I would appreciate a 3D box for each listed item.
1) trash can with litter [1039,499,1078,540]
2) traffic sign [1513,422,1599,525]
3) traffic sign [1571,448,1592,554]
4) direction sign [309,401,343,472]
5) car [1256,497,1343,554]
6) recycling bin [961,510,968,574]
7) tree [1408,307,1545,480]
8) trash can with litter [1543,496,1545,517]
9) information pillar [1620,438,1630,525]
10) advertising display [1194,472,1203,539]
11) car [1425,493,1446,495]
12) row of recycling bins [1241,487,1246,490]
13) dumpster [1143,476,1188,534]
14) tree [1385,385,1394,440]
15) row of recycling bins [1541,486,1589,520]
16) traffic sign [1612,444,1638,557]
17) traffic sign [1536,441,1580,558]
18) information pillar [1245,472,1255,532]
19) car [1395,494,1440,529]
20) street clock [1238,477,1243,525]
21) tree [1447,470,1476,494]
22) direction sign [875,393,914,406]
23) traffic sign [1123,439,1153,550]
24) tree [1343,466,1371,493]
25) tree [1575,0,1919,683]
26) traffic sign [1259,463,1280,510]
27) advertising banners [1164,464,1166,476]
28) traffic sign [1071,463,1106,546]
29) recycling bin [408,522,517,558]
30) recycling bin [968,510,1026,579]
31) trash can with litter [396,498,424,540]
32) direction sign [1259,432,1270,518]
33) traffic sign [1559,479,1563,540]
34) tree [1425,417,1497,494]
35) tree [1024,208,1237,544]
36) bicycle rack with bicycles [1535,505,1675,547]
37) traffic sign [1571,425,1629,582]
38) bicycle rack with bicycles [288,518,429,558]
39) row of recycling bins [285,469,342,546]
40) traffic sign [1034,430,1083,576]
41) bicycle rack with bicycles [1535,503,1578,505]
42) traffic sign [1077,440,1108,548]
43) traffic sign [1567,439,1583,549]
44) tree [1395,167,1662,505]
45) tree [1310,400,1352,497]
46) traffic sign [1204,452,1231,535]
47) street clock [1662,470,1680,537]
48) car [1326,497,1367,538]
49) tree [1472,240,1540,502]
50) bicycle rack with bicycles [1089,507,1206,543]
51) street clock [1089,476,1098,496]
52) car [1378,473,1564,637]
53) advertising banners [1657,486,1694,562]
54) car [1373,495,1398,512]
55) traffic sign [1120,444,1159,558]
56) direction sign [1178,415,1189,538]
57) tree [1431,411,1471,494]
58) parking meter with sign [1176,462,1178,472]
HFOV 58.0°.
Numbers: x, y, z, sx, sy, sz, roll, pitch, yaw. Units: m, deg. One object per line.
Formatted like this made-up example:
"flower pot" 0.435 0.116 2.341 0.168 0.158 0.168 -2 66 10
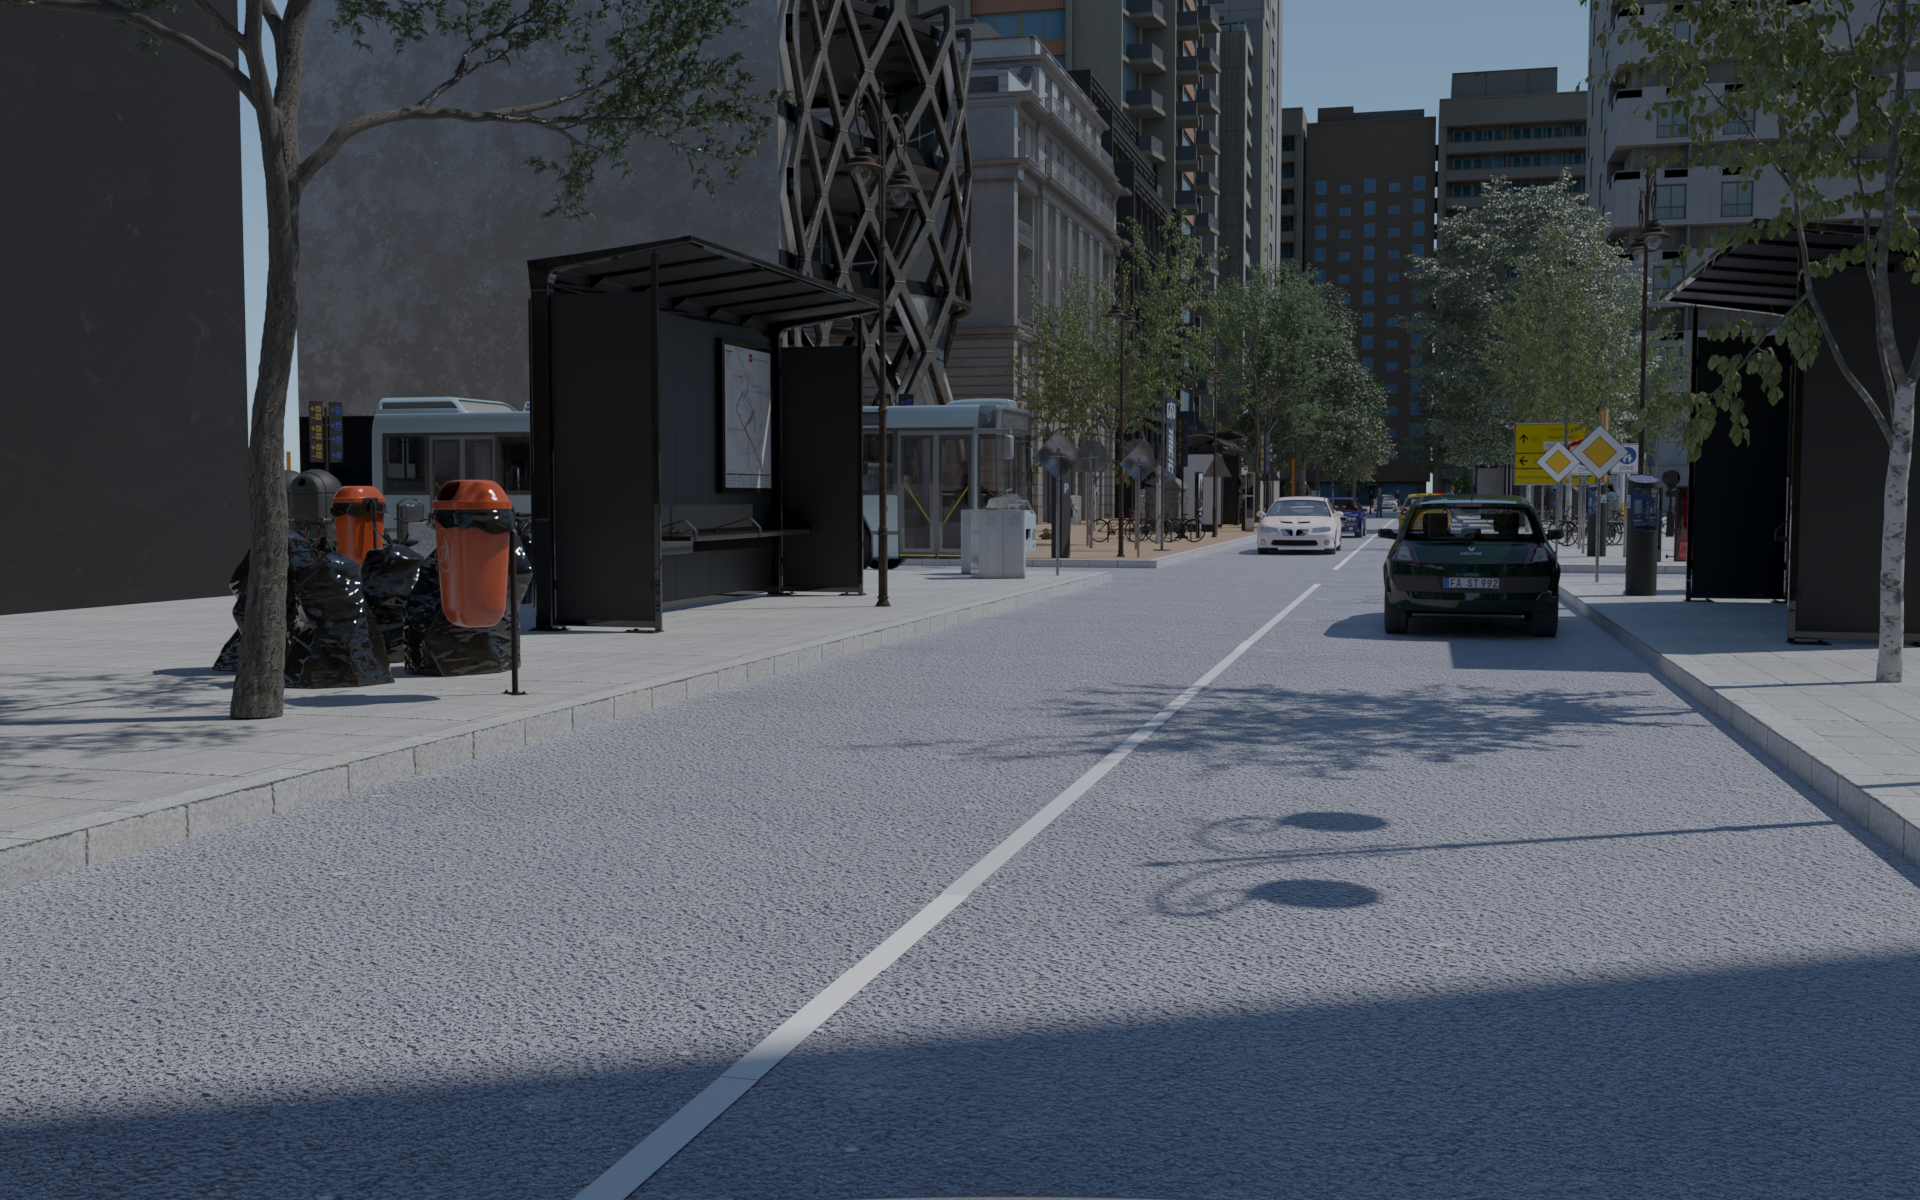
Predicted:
"trash can with litter" 2.761 -2.293 48.879 1.055 1.170 0.624 -3 5 -42
"traffic sign" 16.873 -3.379 49.117 2.265 3.308 0.079 1 4 23
"traffic sign" 13.416 -2.146 37.220 0.606 2.300 0.079 1 4 22
"direction sign" -15.509 -3.085 42.431 0.379 3.537 0.876 3 4 39
"car" 8.412 -1.858 42.740 2.083 1.381 4.827 1 4 15
"recycling bin" 0.499 -0.934 27.820 0.722 1.027 0.722 3 4 38
"tree" 31.605 -11.492 104.901 9.611 12.733 9.660 0 3 0
"trash can with litter" 30.152 -4.790 89.704 0.624 1.170 1.055 1 4 21
"information pillar" 27.665 -4.933 72.009 0.504 3.616 0.183 -2 4 -33
"advertising display" 6.931 -2.755 50.263 0.123 1.923 0.974 1 4 15
"car" 24.607 -4.944 89.870 2.155 1.783 4.494 1 4 15
"row of recycling bins" 16.038 -5.914 103.806 1.069 1.692 3.534 -3 5 -41
"dumpster" 6.648 -3.080 56.122 1.264 1.857 1.865 1 4 15
"tree" 28.230 -12.413 128.700 9.928 11.665 9.643 0 3 0
"row of recycling bins" 30.018 -4.844 86.319 3.534 1.692 1.069 1 4 14
"traffic sign" 13.466 -2.012 35.033 0.606 2.300 0.079 1 4 15
"traffic sign" 11.320 -1.785 32.832 0.795 2.450 0.064 1 4 15
"information pillar" 9.867 -3.330 58.935 0.304 2.012 0.304 1 4 11
"car" 15.767 -2.966 58.721 2.015 1.641 3.980 1 4 15
"street clock" 11.355 -4.064 71.022 0.471 2.002 0.358 2 4 35
"tree" 35.228 -7.722 120.852 1.663 3.219 1.824 0 3 0
"direction sign" -1.474 -2.885 39.162 0.876 3.537 0.379 -1 4 -15
"traffic sign" 4.079 -2.440 39.994 0.768 2.556 0.104 2 4 25
"tree" 41.510 -12.158 182.498 4.285 4.588 4.351 0 3 0
"tree" 6.389 -3.759 11.823 4.737 8.622 4.395 0 3 0
"traffic sign" 12.608 -4.320 70.629 0.884 2.594 0.081 2 4 23
"advertising banners" 12.562 -6.331 99.704 2.074 3.025 0.090 2 4 30
"traffic sign" 3.127 -2.589 42.338 0.884 2.594 0.081 2 4 24
"recycling bin" -4.416 -0.176 15.427 0.722 1.027 0.722 1 4 11
"recycling bin" 0.580 -0.851 26.474 0.722 1.027 0.722 -1 4 -11
"trash can with litter" -8.902 -1.115 29.290 1.678 1.210 2.233 2 4 33
"direction sign" 11.193 -4.386 63.700 0.379 3.537 0.876 2 4 33
"traffic sign" 16.884 -2.970 48.662 0.768 2.556 0.104 2 4 24
"tree" 44.431 -13.338 152.495 7.601 10.594 8.767 3 4 37
"tree" 4.880 -5.750 44.368 4.737 8.622 4.395 0 3 0
"bicycle rack with bicycles" 15.894 -1.835 43.389 2.925 0.926 2.852 0 4 -4
"traffic sign" 9.256 -1.313 25.118 0.795 2.450 0.064 1 4 15
"bicycle rack with bicycles" -8.984 -0.748 25.615 2.852 0.926 2.925 1 4 11
"row of recycling bins" -11.903 -1.392 29.880 3.534 1.692 1.069 2 4 34
"traffic sign" 1.538 -1.441 27.196 0.795 2.450 0.064 1 4 15
"bicycle rack with bicycles" 21.711 -2.940 61.451 2.852 0.926 2.925 -3 5 -44
"traffic sign" 3.100 -2.494 40.887 0.768 2.556 0.104 1 4 21
"traffic sign" 14.486 -2.467 40.440 0.768 2.556 0.104 1 4 17
"tree" 22.008 -9.825 67.293 9.857 13.997 8.962 0 3 0
"tree" 25.611 -10.329 119.236 4.360 8.622 3.978 0 3 0
"traffic sign" 7.973 -3.286 53.723 0.884 2.594 0.081 2 4 25
"street clock" 21.282 -2.893 51.873 0.471 2.002 0.358 0 4 3
"car" 12.690 -2.784 58.092 1.945 1.354 3.894 1 4 16
"tree" 16.282 -5.815 45.437 4.737 8.622 4.395 0 3 0
"bicycle rack with bicycles" 5.211 -2.027 46.522 2.925 0.926 2.852 2 4 26
"street clock" 5.381 -3.988 69.768 0.358 2.002 0.471 1 4 9
"car" 5.568 -0.558 18.914 2.009 1.686 4.222 1 4 16
"advertising banners" 13.747 -2.239 32.788 2.074 3.025 0.090 -1 4 -11
"car" 35.159 -8.002 143.187 2.083 1.381 4.827 1 4 13
"traffic sign" 3.601 -1.912 34.911 0.795 2.450 0.064 1 4 15
"direction sign" 6.451 -3.559 50.193 0.379 3.537 0.876 -1 4 -10
"tree" 41.657 -13.250 142.396 9.928 11.665 9.643 0 3 0
"parking meter with sign" 12.243 -5.976 93.969 0.543 3.016 1.738 2 4 25
